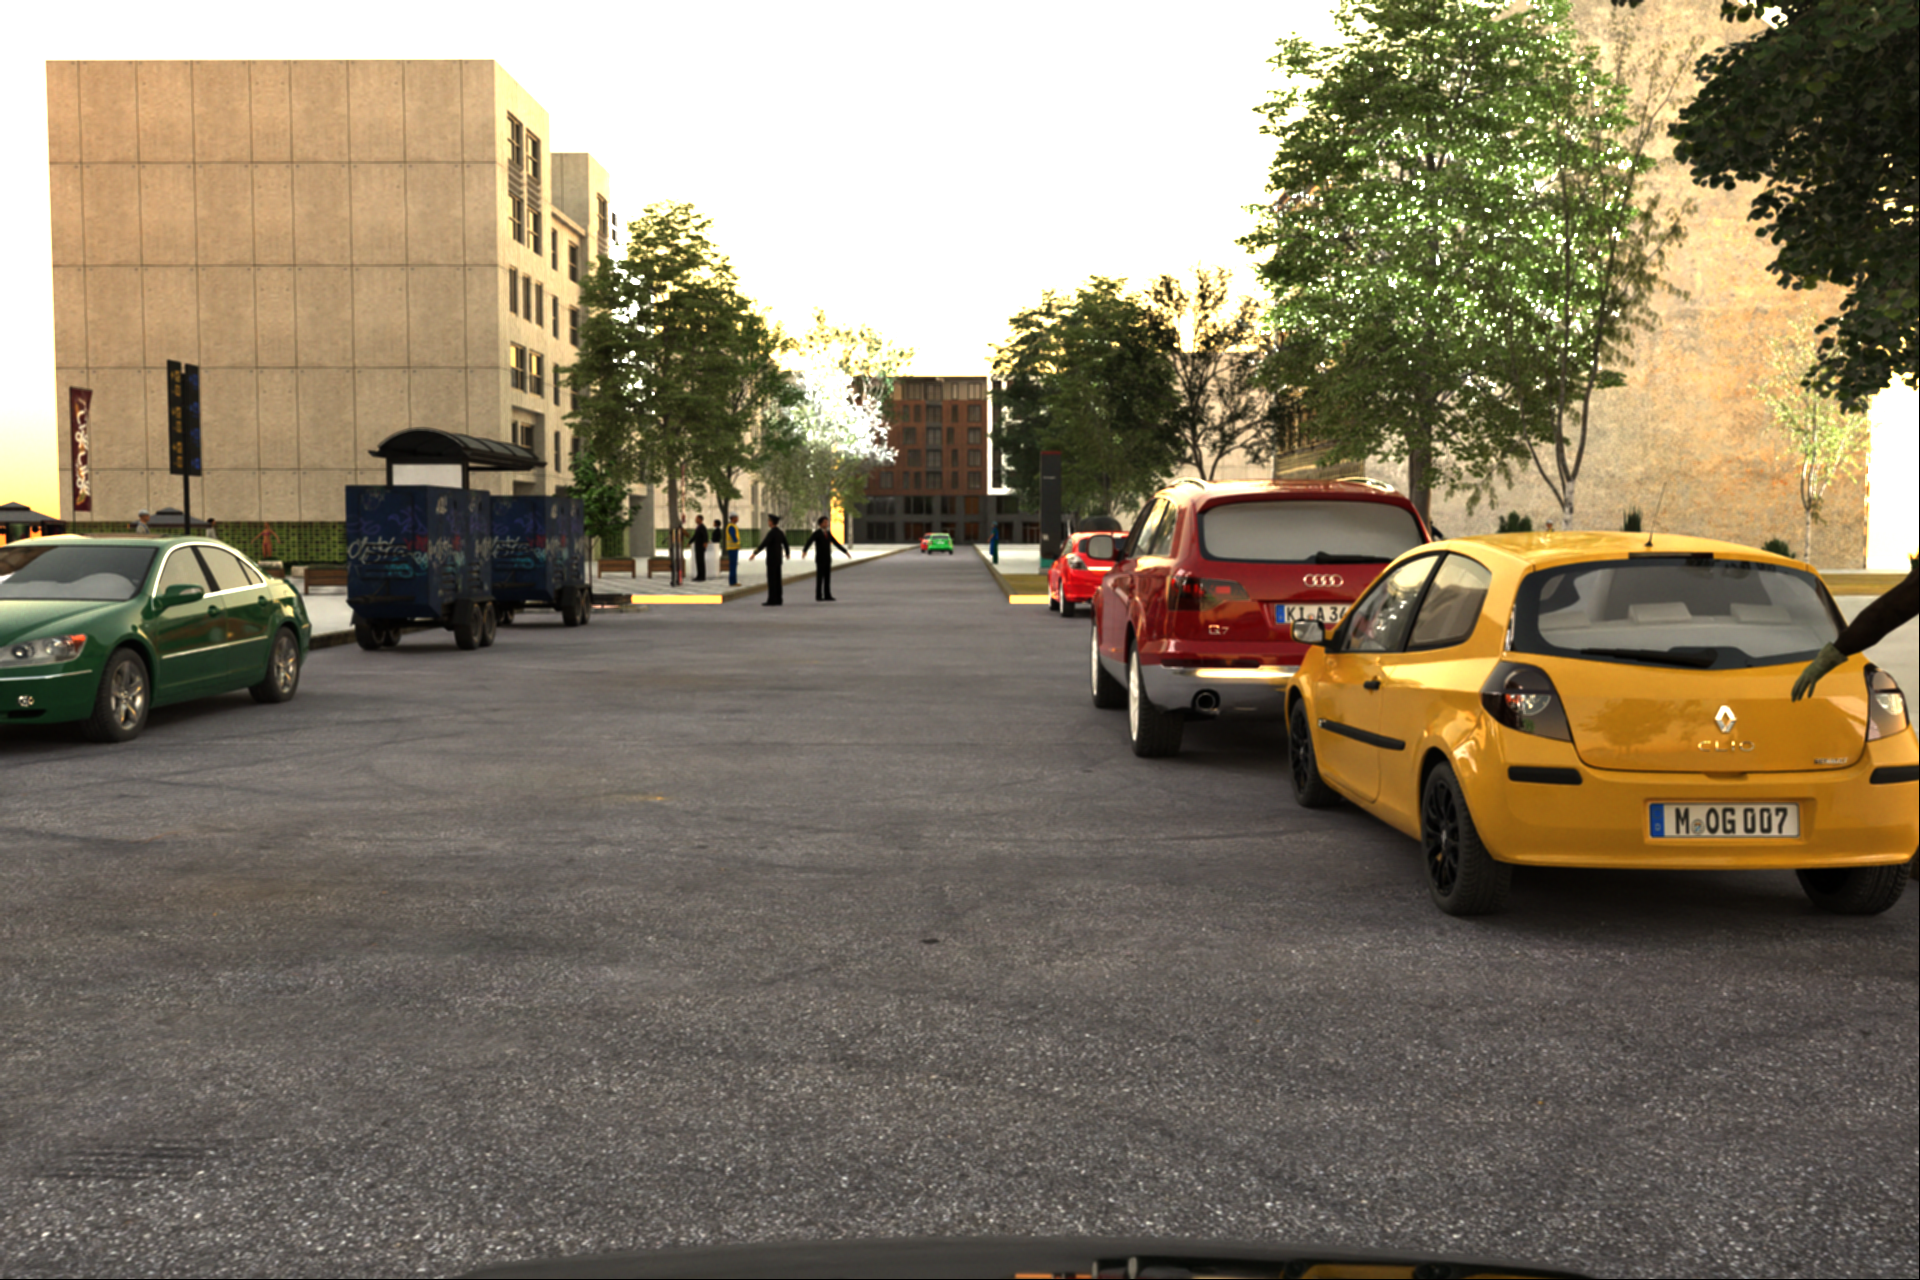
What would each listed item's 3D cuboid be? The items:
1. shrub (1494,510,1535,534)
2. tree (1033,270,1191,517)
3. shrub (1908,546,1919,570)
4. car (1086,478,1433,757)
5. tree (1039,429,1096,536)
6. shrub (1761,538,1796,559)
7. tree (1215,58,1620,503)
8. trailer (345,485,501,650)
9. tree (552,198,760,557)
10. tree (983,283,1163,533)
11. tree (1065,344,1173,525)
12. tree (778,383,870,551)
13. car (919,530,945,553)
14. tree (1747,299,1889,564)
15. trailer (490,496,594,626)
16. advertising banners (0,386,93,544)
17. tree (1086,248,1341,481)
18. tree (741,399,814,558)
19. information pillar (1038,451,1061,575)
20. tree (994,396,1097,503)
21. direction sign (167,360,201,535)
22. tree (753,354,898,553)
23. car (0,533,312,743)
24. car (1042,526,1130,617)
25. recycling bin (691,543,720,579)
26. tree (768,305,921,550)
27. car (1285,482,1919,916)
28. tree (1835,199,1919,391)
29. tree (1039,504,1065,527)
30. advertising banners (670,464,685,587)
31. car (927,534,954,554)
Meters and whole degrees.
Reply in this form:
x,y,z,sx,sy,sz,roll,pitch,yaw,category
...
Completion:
x,y,z,sx,sy,sz,roll,pitch,yaw,category
17.567,-3.106,54.824,1.661,2.075,1.752,0,3,0,shrub
6.692,-9.606,75.193,7.486,12.596,7.792,0,3,0,tree
24.265,-1.968,43.294,1.383,1.207,1.383,0,3,0,shrub
2.112,-0.245,12.673,2.281,1.827,5.304,0,4,0,car
6.263,-9.039,98.143,4.737,8.622,4.395,0,3,0,tree
21.763,-2.147,46.224,1.383,1.207,1.383,0,3,0,shrub
11.934,-8.248,45.223,12.009,13.543,11.850,0,3,0,tree
-6.702,-0.855,21.024,1.471,1.999,3.904,0,4,0,trailer
-10.173,-8.625,59.149,7.486,12.596,7.792,0,3,0,tree
5.807,-10.981,86.202,9.857,13.997,8.962,0,3,0,tree
5.715,-7.157,67.378,4.360,8.622,3.978,0,3,0,tree
-10.159,-12.874,128.622,7.486,12.596,7.792,0,3,0,tree
-2.089,-7.668,134.415,2.155,1.783,4.494,0,4,0,car
26.886,-6.416,55.267,4.360,8.622,3.978,0,3,0,tree
-6.620,-1.185,26.426,1.471,1.999,3.904,0,4,0,trailer
-10.514,-1.459,20.046,0.090,3.025,2.074,0,4,0,advertising banners
8.135,-7.429,55.875,8.767,10.594,7.601,1,4,11,tree
-9.457,-8.713,92.814,4.360,8.622,3.978,0,3,0,tree
2.850,-3.985,54.533,0.750,3.857,0.750,0,4,0,information pillar
5.554,-10.569,107.219,7.601,10.594,8.767,0,4,-5,tree
-10.274,-1.897,23.010,0.379,3.537,0.876,0,4,0,direction sign
-9.222,-12.649,117.176,12.009,13.543,11.850,0,3,0,tree
-6.643,-0.098,13.400,2.131,1.459,4.920,0,3,0,car
2.590,-1.360,31.272,2.155,1.783,4.494,0,4,-1,car
-7.284,-2.265,49.592,0.722,1.027,0.722,0,4,2,recycling bin
-9.597,-17.585,143.396,12.611,20.169,13.585,0,3,0,tree
2.633,0.140,7.941,2.015,1.641,3.980,0,4,-1,car
28.071,-8.183,44.169,12.009,13.543,11.850,0,3,0,tree
5.637,-10.398,120.370,4.360,8.622,3.978,0,3,0,tree
-6.993,-2.867,43.056,0.090,3.025,2.074,0,4,1,advertising banners
-1.402,-6.983,122.966,1.959,1.807,4.718,0,4,-1,car
